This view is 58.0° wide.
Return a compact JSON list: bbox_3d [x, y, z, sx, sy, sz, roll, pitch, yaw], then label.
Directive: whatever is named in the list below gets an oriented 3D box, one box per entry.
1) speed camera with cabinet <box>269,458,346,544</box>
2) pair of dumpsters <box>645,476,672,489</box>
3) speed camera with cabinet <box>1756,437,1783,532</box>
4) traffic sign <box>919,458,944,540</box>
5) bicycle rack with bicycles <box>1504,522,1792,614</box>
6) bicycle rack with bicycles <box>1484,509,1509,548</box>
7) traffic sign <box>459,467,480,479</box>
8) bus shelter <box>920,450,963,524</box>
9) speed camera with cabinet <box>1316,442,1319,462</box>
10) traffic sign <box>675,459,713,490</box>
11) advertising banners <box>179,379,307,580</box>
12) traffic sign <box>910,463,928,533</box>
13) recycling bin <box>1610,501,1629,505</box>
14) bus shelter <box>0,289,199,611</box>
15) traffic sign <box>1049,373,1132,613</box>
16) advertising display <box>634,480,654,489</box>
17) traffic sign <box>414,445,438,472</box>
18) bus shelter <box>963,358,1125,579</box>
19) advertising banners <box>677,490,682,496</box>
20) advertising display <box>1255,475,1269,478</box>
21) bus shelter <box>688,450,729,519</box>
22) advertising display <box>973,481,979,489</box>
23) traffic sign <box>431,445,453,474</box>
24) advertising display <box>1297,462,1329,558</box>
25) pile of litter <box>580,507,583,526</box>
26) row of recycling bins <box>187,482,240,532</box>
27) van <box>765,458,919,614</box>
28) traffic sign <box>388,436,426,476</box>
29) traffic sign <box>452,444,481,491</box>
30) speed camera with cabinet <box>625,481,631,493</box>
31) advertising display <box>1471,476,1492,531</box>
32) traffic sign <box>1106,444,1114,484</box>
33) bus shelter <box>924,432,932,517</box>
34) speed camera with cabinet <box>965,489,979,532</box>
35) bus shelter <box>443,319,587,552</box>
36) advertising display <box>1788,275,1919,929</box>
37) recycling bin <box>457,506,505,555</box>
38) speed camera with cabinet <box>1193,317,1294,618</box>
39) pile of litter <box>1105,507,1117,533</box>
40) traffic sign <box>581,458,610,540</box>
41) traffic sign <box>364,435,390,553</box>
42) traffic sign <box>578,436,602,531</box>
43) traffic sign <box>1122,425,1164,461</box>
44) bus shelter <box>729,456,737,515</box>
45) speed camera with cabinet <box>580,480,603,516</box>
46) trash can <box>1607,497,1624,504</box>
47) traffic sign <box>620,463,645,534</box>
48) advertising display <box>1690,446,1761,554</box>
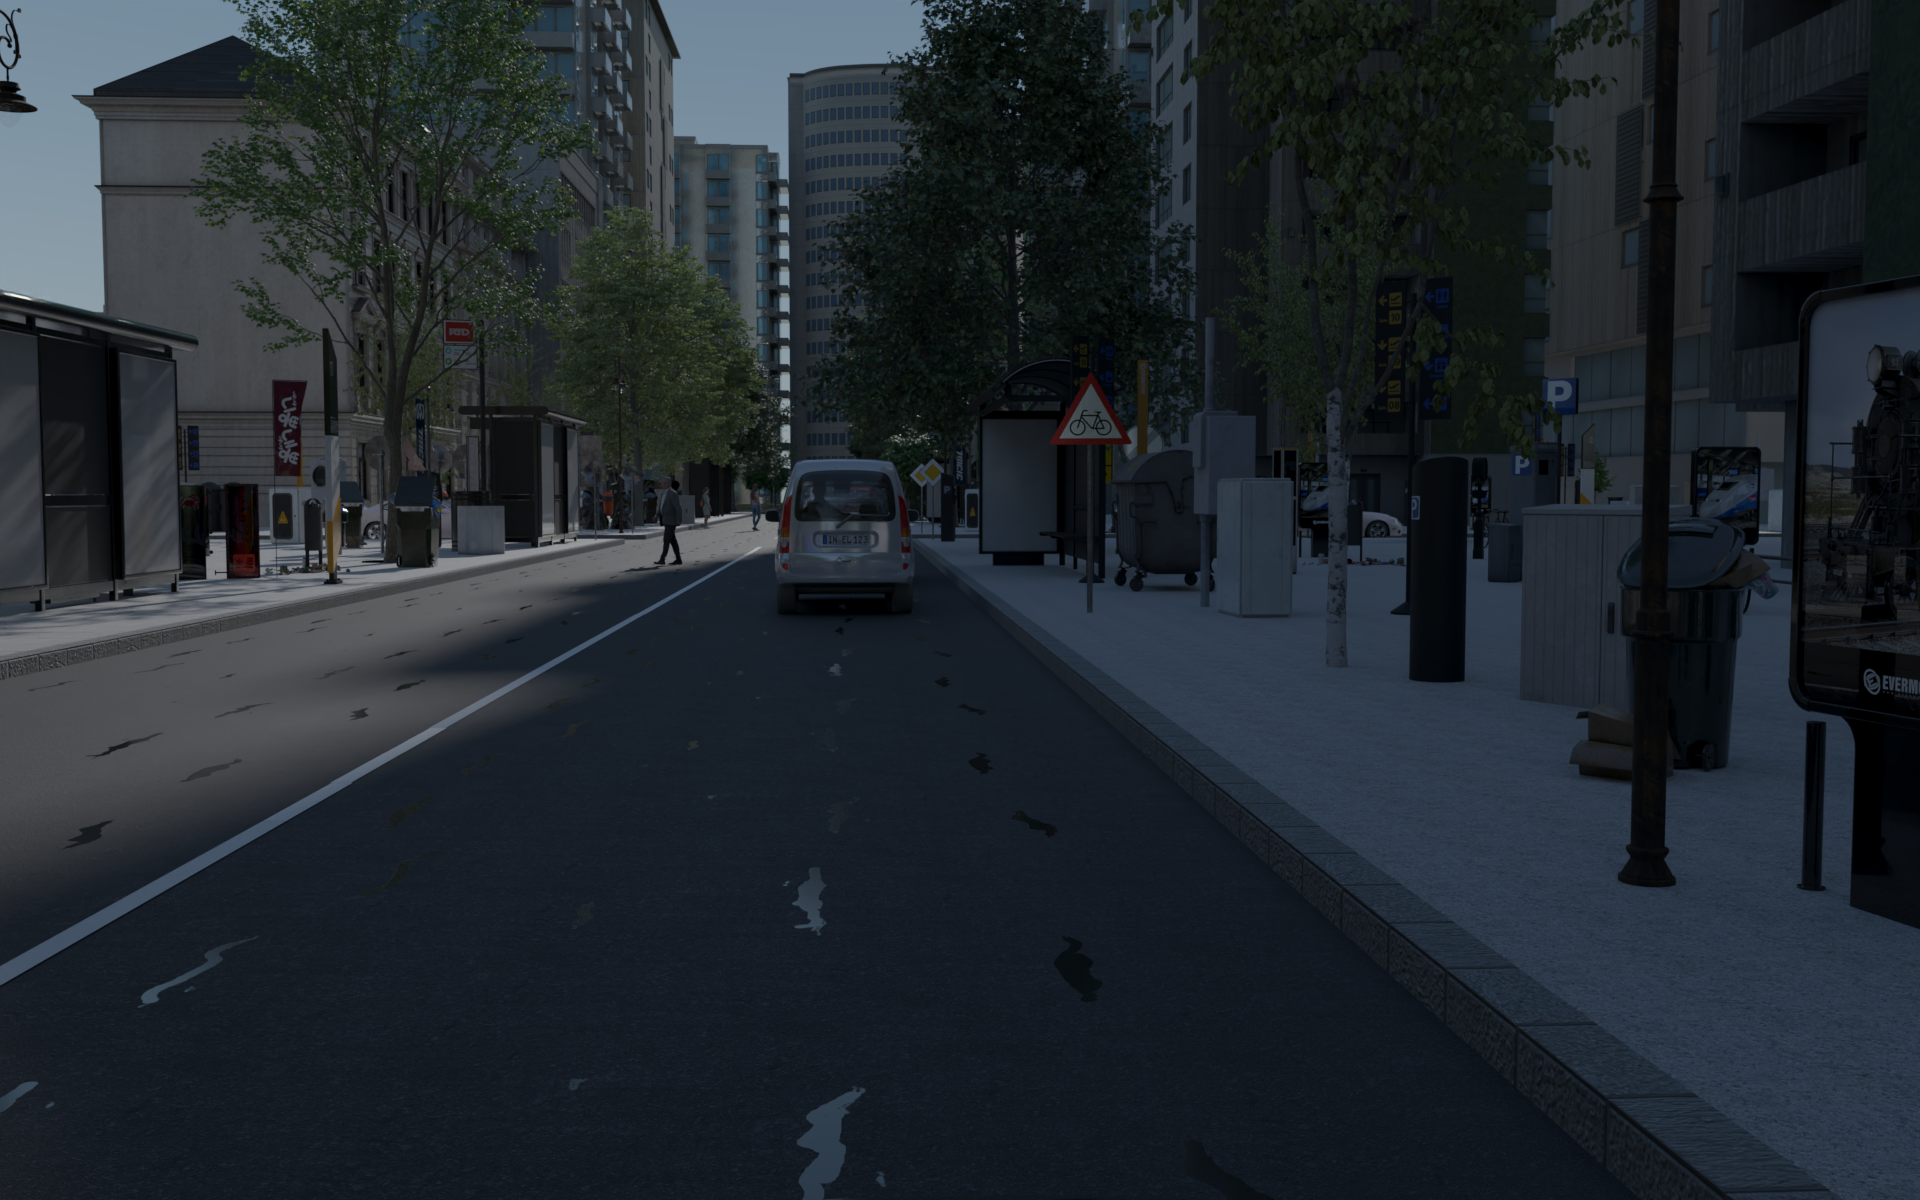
[{"bbox_3d":[-16.670,-3.051,44.220,2.038,3.252,0.660,1,4,22],"label":"speed camera with cabinet"},{"bbox_3d":[-16.255,-5.535,92.995,1.574,2.255,4.437,0,4,-3],"label":"pair of dumpsters"},{"bbox_3d":[27.916,-3.975,59.333,0.660,3.252,2.038,-1,4,-15],"label":"speed camera with cabinet"},{"bbox_3d":[-0.762,-2.742,48.478,0.795,2.450,0.064,0,4,-3],"label":"traffic sign"},{"bbox_3d":[7.787,-0.338,18.907,2.852,0.926,2.925,0,4,3],"label":"bicycle rack with bicycles"},{"bbox_3d":[13.440,-1.702,41.211,2.925,0.926,2.852,-2,4,-29],"label":"bicycle rack with bicycles"},{"bbox_3d":[-13.669,-2.823,48.293,0.606,2.300,0.079,0,4,6],"label":"traffic sign"},{"bbox_3d":[-0.597,-4.892,73.912,2.014,3.302,5.546,0,4,-3],"label":"bus shelter"},{"bbox_3d":[12.097,-3.918,58.401,0.660,3.252,2.038,1,4,22],"label":"speed camera with cabinet"},{"bbox_3d":[-15.608,-6.599,101.769,2.265,3.308,0.079,0,4,-3],"label":"traffic sign"},{"bbox_3d":[-10.905,-1.835,26.196,2.074,3.025,0.090,-2,4,-35],"label":"advertising banners"},{"bbox_3d":[-1.248,-3.230,56.448,0.795,2.450,0.064,0,4,-3],"label":"traffic sign"},{"bbox_3d":[24.458,-3.135,63.818,0.722,1.027,0.722,-3,4,-36],"label":"recycling bin"},{"bbox_3d":[-10.792,-2.486,18.280,2.179,5.291,8.768,0,4,-3],"label":"bus shelter"},{"bbox_3d":[1.404,-1.142,18.676,0.884,2.594,0.081,0,4,1],"label":"traffic sign"},{"bbox_3d":[-14.025,-4.375,76.749,0.974,1.923,0.123,-2,4,-31],"label":"advertising display"},{"bbox_3d":[-13.816,-2.722,44.607,0.768,2.556,0.104,0,4,5],"label":"traffic sign"},{"bbox_3d":[1.280,-2.117,28.539,2.014,3.302,5.546,0,4,-4],"label":"bus shelter"},{"bbox_3d":[-17.059,-6.656,105.008,0.090,3.025,2.074,-2,4,-28],"label":"advertising banners"},{"bbox_3d":[10.161,-3.335,59.738,0.974,1.923,0.123,2,4,26],"label":"advertising display"},{"bbox_3d":[-13.689,-6.226,93.079,1.731,3.624,6.357,0,4,-4],"label":"bus shelter"},{"bbox_3d":[0.913,-4.983,86.684,0.123,1.923,0.974,-1,4,-22],"label":"advertising display"},{"bbox_3d":[-13.552,-2.744,44.963,0.768,2.556,0.104,0,4,-1],"label":"traffic sign"},{"bbox_3d":[7.301,-1.826,35.067,0.974,1.923,0.123,-1,4,-11],"label":"advertising display"},{"bbox_3d":[-15.454,-3.427,69.989,1.176,0.858,1.719,2,4,25],"label":"pile of litter"},{"bbox_3d":[-26.059,-3.178,59.068,3.534,1.692,1.069,0,4,4],"label":"row of recycling bins"},{"bbox_3d":[-1.496,-0.925,22.132,2.013,2.044,4.112,0,4,-5],"label":"van"},{"bbox_3d":[-12.490,-2.389,39.065,0.884,2.594,0.081,0,4,1],"label":"traffic sign"},{"bbox_3d":[-12.608,-2.701,44.274,0.768,2.556,0.104,0,4,6],"label":"traffic sign"},{"bbox_3d":[-19.517,-6.725,104.297,0.660,3.252,2.038,1,4,14],"label":"speed camera with cabinet"},{"bbox_3d":[18.256,-3.392,60.673,0.123,1.923,0.974,-1,4,-20],"label":"advertising display"},{"bbox_3d":[2.783,-3.080,44.238,2.265,3.308,0.079,0,4,-2],"label":"traffic sign"},{"bbox_3d":[-1.952,-7.193,95.235,2.179,5.291,8.768,0,4,-3],"label":"bus shelter"},{"bbox_3d":[0.985,-3.931,58.613,0.660,3.252,2.038,-3,4,-37],"label":"speed camera with cabinet"},{"bbox_3d":[-10.942,-3.974,42.600,2.179,5.291,8.768,0,4,-3],"label":"bus shelter"},{"bbox_3d":[2.855,0.003,5.165,0.123,1.923,0.974,-1,4,-12],"label":"advertising display"},{"bbox_3d":[-10.214,-1.492,36.941,0.722,1.027,0.722,3,4,36],"label":"recycling bin"},{"bbox_3d":[3.065,-1.499,18.841,0.660,3.252,2.038,0,4,-6],"label":"speed camera with cabinet"},{"bbox_3d":[5.378,-2.630,56.965,1.176,0.858,1.719,-1,4,-9],"label":"pile of litter"},{"bbox_3d":[-10.090,-2.709,47.932,0.795,2.450,0.064,0,4,-3],"label":"traffic sign"},{"bbox_3d":[-12.562,-2.293,37.602,0.768,2.556,0.104,0,4,4],"label":"traffic sign"},{"bbox_3d":[-13.612,-4.072,60.458,2.265,3.308,0.079,0,4,5],"label":"traffic sign"},{"bbox_3d":[3.343,-1.935,31.744,0.768,2.556,0.104,0,4,4],"label":"traffic sign"},{"bbox_3d":[-14.639,-6.972,105.274,1.731,3.624,6.357,0,4,-3],"label":"bus shelter"},{"bbox_3d":[-23.520,-7.023,109.169,2.038,3.252,0.660,1,4,23],"label":"speed camera with cabinet"},{"bbox_3d":[30.350,-4.195,80.249,0.748,1.137,0.748,0,3,0],"label":"trash can"},{"bbox_3d":[-10.576,-3.196,55.902,0.795,2.450,0.064,0,4,-3],"label":"traffic sign"},{"bbox_3d":[10.413,-1.124,23.588,0.974,1.923,0.123,-1,4,-9],"label":"advertising display"}]
